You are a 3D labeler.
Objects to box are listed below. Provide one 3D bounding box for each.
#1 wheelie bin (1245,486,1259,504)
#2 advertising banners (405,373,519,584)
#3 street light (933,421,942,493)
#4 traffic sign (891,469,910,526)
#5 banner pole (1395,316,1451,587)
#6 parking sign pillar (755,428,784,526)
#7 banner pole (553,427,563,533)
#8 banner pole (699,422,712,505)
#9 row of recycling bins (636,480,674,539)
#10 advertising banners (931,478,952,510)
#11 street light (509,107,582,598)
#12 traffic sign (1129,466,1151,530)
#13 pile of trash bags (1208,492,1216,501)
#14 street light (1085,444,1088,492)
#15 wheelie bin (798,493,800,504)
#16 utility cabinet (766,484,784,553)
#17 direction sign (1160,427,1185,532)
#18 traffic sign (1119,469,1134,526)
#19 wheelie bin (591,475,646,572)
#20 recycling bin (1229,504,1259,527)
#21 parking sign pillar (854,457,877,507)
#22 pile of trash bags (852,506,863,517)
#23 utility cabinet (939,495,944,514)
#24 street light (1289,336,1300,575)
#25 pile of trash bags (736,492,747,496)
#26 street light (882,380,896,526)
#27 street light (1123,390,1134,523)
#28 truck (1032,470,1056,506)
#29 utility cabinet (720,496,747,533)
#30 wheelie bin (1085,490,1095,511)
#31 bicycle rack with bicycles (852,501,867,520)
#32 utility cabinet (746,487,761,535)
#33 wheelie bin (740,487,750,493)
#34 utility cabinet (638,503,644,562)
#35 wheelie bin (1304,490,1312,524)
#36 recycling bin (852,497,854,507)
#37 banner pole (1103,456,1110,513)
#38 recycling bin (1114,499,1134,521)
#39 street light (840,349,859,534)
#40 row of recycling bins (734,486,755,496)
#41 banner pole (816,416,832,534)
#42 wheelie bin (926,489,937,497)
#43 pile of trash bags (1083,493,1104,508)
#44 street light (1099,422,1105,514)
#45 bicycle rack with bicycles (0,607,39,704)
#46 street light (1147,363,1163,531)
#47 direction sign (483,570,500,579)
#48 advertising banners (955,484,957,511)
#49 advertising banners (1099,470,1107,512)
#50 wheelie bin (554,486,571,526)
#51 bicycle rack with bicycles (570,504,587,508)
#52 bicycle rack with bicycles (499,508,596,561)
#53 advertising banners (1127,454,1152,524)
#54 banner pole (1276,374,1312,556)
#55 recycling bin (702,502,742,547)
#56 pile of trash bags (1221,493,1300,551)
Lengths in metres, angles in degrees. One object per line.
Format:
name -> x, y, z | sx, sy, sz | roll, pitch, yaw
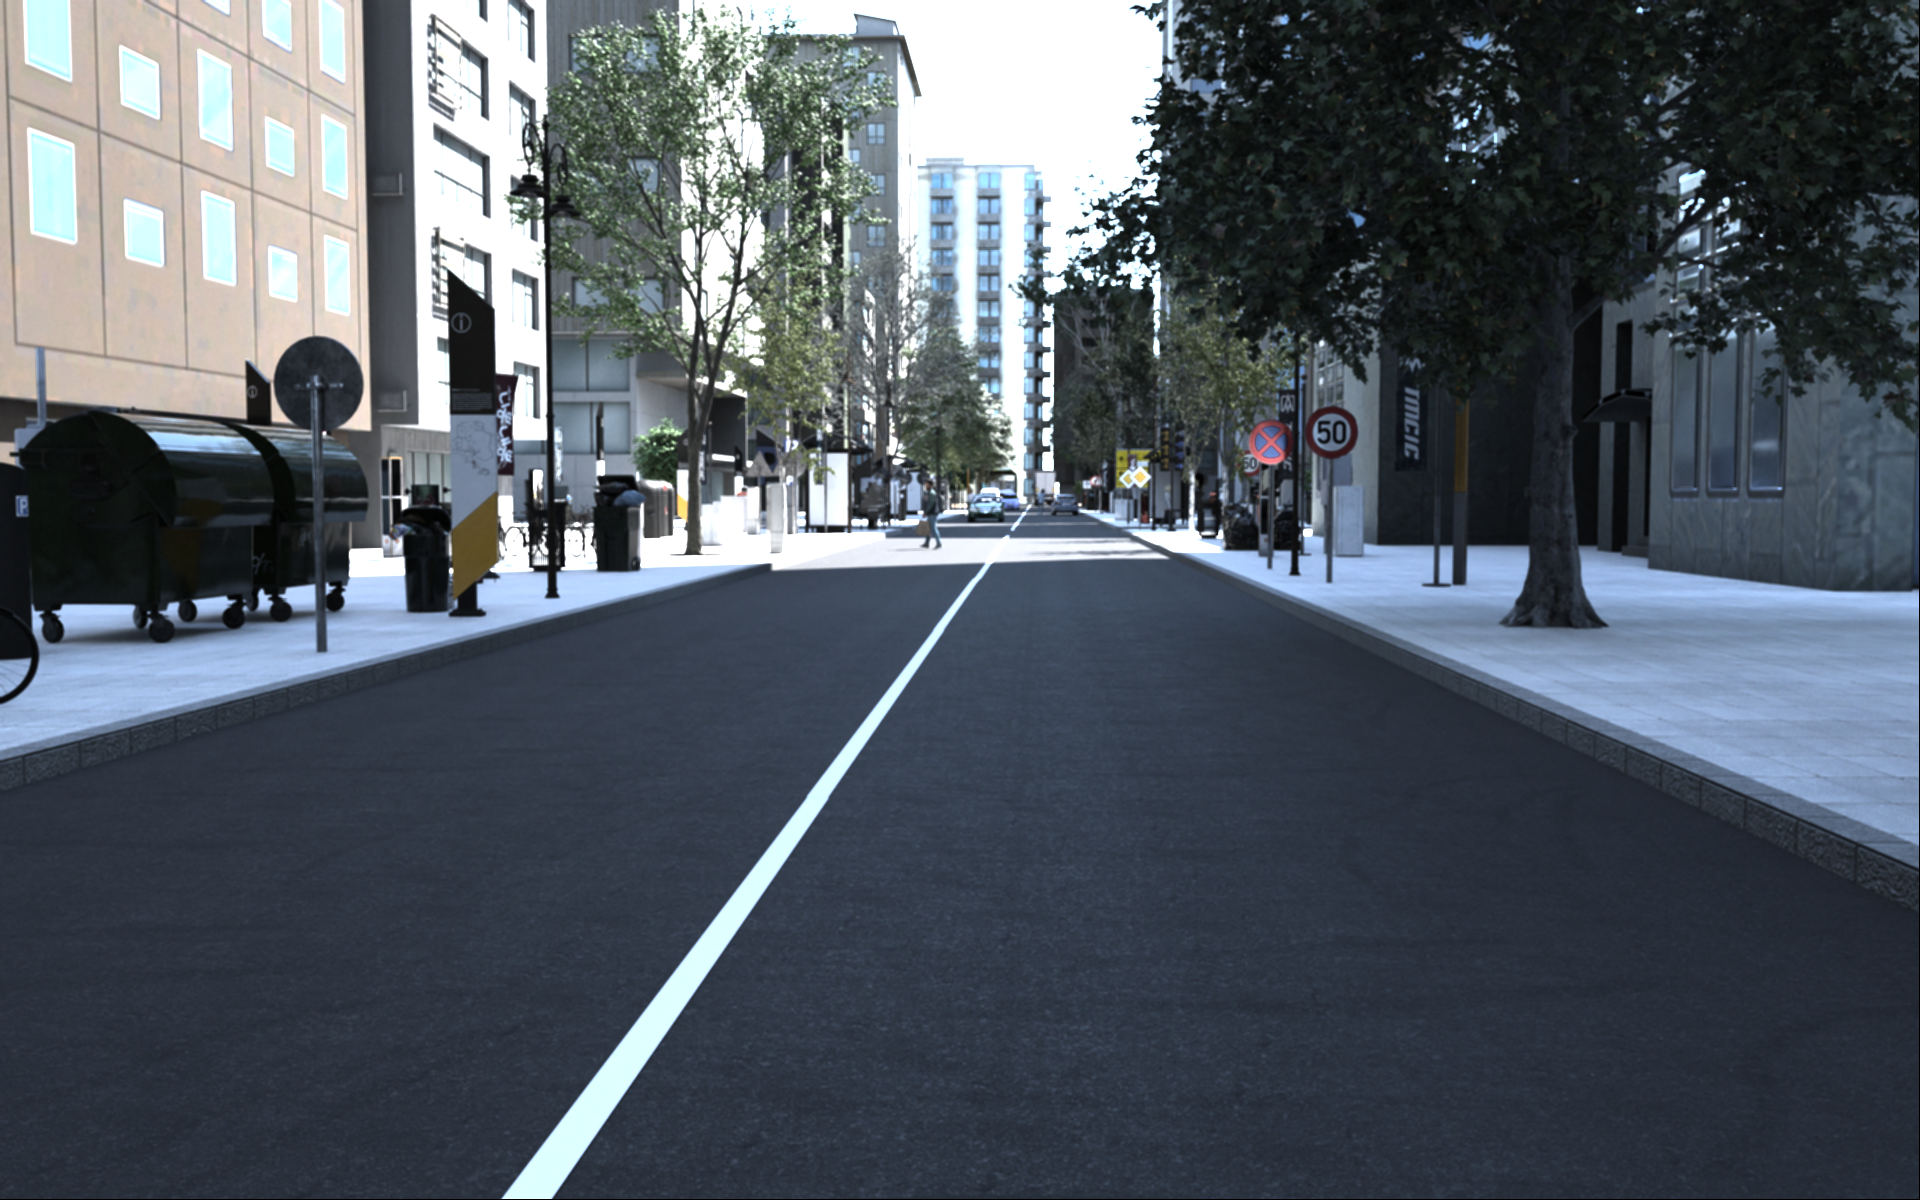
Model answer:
wheelie bin -> 11.972, -3.777, 69.655 | 0.980, 1.594, 0.693 | -1, 4, -11
advertising banners -> -7.014, -1.736, 24.579 | 0.090, 3.025, 2.074 | 2, 4, 33
street light -> -1.344, -8.005, 103.673 | 0.468, 5.910, 1.993 | 0, 4, 3
traffic sign -> -2.418, -4.061, 70.032 | 0.795, 2.450, 0.064 | 0, 4, 3
banner pole -> 6.444, -2.087, 24.134 | 0.863, 3.779, 0.401 | 2, 4, 35
parking sign pillar -> -7.690, -5.037, 70.823 | 1.447, 3.967, 1.447 | 0, 4, 4
banner pole -> -13.287, -4.095, 56.970 | 0.401, 3.779, 0.863 | -3, 5, -45
banner pole -> -8.905, -4.313, 60.533 | 0.863, 3.779, 0.401 | 2, 4, 33
row of recycling bins -> -9.062, -2.673, 50.813 | 1.069, 1.692, 3.534 | 0, 4, -1
advertising banners -> -1.489, -8.851, 140.908 | 2.074, 3.025, 0.090 | 2, 4, 28
street light -> -5.037, -2.963, 21.226 | 0.468, 5.910, 1.993 | 0, 4, 3
traffic sign -> 6.404, -3.546, 61.620 | 0.795, 2.450, 0.064 | 0, 4, 3
pile of trash bags -> 15.599, -5.439, 98.672 | 3.447, 1.369, 1.912 | -2, 4, -29
street light -> 10.624, -10.488, 144.259 | 0.468, 5.910, 1.993 | 0, 4, 3
wheelie bin -> -8.658, -4.956, 88.936 | 0.980, 1.594, 0.693 | 3, 4, 37
utility cabinet -> -4.003, -1.754, 37.357 | 0.318, 1.500, 1.173 | -1, 4, -10
direction sign -> 7.216, -4.093, 58.919 | 0.876, 3.537, 0.379 | 2, 4, 30
traffic sign -> 6.766, -4.034, 69.597 | 0.795, 2.450, 0.064 | 0, 4, 3
wheelie bin -> -5.680, -1.275, 28.758 | 0.980, 1.594, 0.693 | 1, 4, 10
recycling bin -> 7.302, -1.920, 43.939 | 0.722, 1.027, 0.722 | 3, 5, 39
parking sign pillar -> -6.983, -8.339, 124.821 | 1.447, 3.967, 1.447 | 0, 4, 5
pile of trash bags -> -6.414, -5.270, 95.910 | 3.447, 1.369, 1.912 | 1, 4, 18
utility cabinet -> -1.374, -6.281, 113.863 | 0.306, 1.237, 1.020 | 1, 4, 18
street light -> 5.297, -3.330, 27.231 | 0.468, 5.910, 1.993 | 0, 4, 3
pile of trash bags -> -8.578, -3.964, 74.556 | 1.912, 1.369, 3.447 | -3, 5, -43
street light -> -2.875, -5.964, 70.295 | 0.468, 5.910, 1.993 | 0, 4, 3
street light -> 7.537, -6.393, 77.314 | 0.468, 5.910, 1.993 | 0, 4, 3
truck -> 10.200, -13.473, 209.191 | 2.839, 4.237, 11.283 | 0, 4, 2
utility cabinet -> -7.348, -2.788, 56.743 | 1.020, 1.237, 0.306 | 2, 4, 31
wheelie bin -> 10.014, -7.625, 132.569 | 0.693, 1.594, 0.980 | -2, 4, -33
bicycle rack with bicycles -> -5.518, -4.438, 85.940 | 2.925, 0.926, 2.852 | 1, 4, 17
utility cabinet -> -6.481, -2.793, 54.337 | 0.318, 1.500, 1.173 | 0, 4, 1
wheelie bin -> -9.859, -4.452, 80.697 | 0.980, 1.594, 0.693 | 1, 4, 11
utility cabinet -> -6.209, -1.344, 33.129 | 0.306, 1.237, 1.020 | 0, 4, -8
wheelie bin -> 15.261, -4.087, 74.735 | 0.980, 1.594, 0.693 | 1, 4, 9
recycling bin -> -8.207, -7.450, 134.359 | 0.722, 1.027, 0.722 | 2, 4, 26
banner pole -> 9.691, -7.613, 114.494 | 0.863, 3.779, 0.401 | -2, 4, -35
recycling bin -> 7.993, -4.389, 84.309 | 0.722, 1.027, 0.722 | 3, 5, 39
street light -> -3.534, -5.040, 55.184 | 0.468, 5.910, 1.993 | 0, 4, 3
row of recycling bins -> -14.055, -6.282, 109.821 | 3.534, 1.692, 1.069 | 1, 4, 14
banner pole -> -4.440, -4.026, 55.839 | 0.401, 3.779, 0.863 | -2, 4, -32
wheelie bin -> -1.865, -6.570, 115.320 | 0.980, 1.594, 0.693 | -3, 5, -45
pile of trash bags -> 11.091, -8.012, 140.753 | 1.912, 1.369, 3.447 | -2, 4, -31
street light -> 9.099, -8.446, 110.880 | 0.468, 5.910, 1.993 | 0, 4, 3
bicycle rack with bicycles -> -7.042, 0.185, 10.351 | 2.925, 0.926, 2.852 | 0, 4, -8
street light -> 6.799, -5.371, 60.611 | 0.468, 5.910, 1.993 | 0, 4, 3
direction sign -> -7.210, -2.098, 26.303 | 0.379, 3.537, 0.876 | 0, 4, 4
advertising banners -> -0.299, -8.185, 130.014 | 0.090, 3.025, 2.074 | 0, 4, 1
advertising banners -> 10.465, -7.854, 124.597 | 0.090, 3.025, 2.074 | 2, 4, 30
wheelie bin -> -16.235, -3.819, 70.342 | 0.980, 1.594, 0.693 | 0, 4, 1
bicycle rack with bicycles -> -13.055, -2.809, 59.317 | 2.925, 0.926, 2.852 | 0, 4, 5
bicycle rack with bicycles -> -8.656, -1.303, 34.693 | 2.852, 0.926, 2.925 | -2, 4, -35
advertising banners -> 8.095, -4.843, 75.365 | 2.074, 3.025, 0.090 | 3, 5, 43
banner pole -> 7.009, -2.835, 36.372 | 0.401, 3.779, 0.863 | -3, 5, -45
recycling bin -> -5.852, -1.838, 42.603 | 0.722, 1.027, 0.722 | 3, 4, 37
pile of trash bags -> 7.139, -1.902, 40.850 | 1.912, 1.369, 3.447 | 1, 4, 11
